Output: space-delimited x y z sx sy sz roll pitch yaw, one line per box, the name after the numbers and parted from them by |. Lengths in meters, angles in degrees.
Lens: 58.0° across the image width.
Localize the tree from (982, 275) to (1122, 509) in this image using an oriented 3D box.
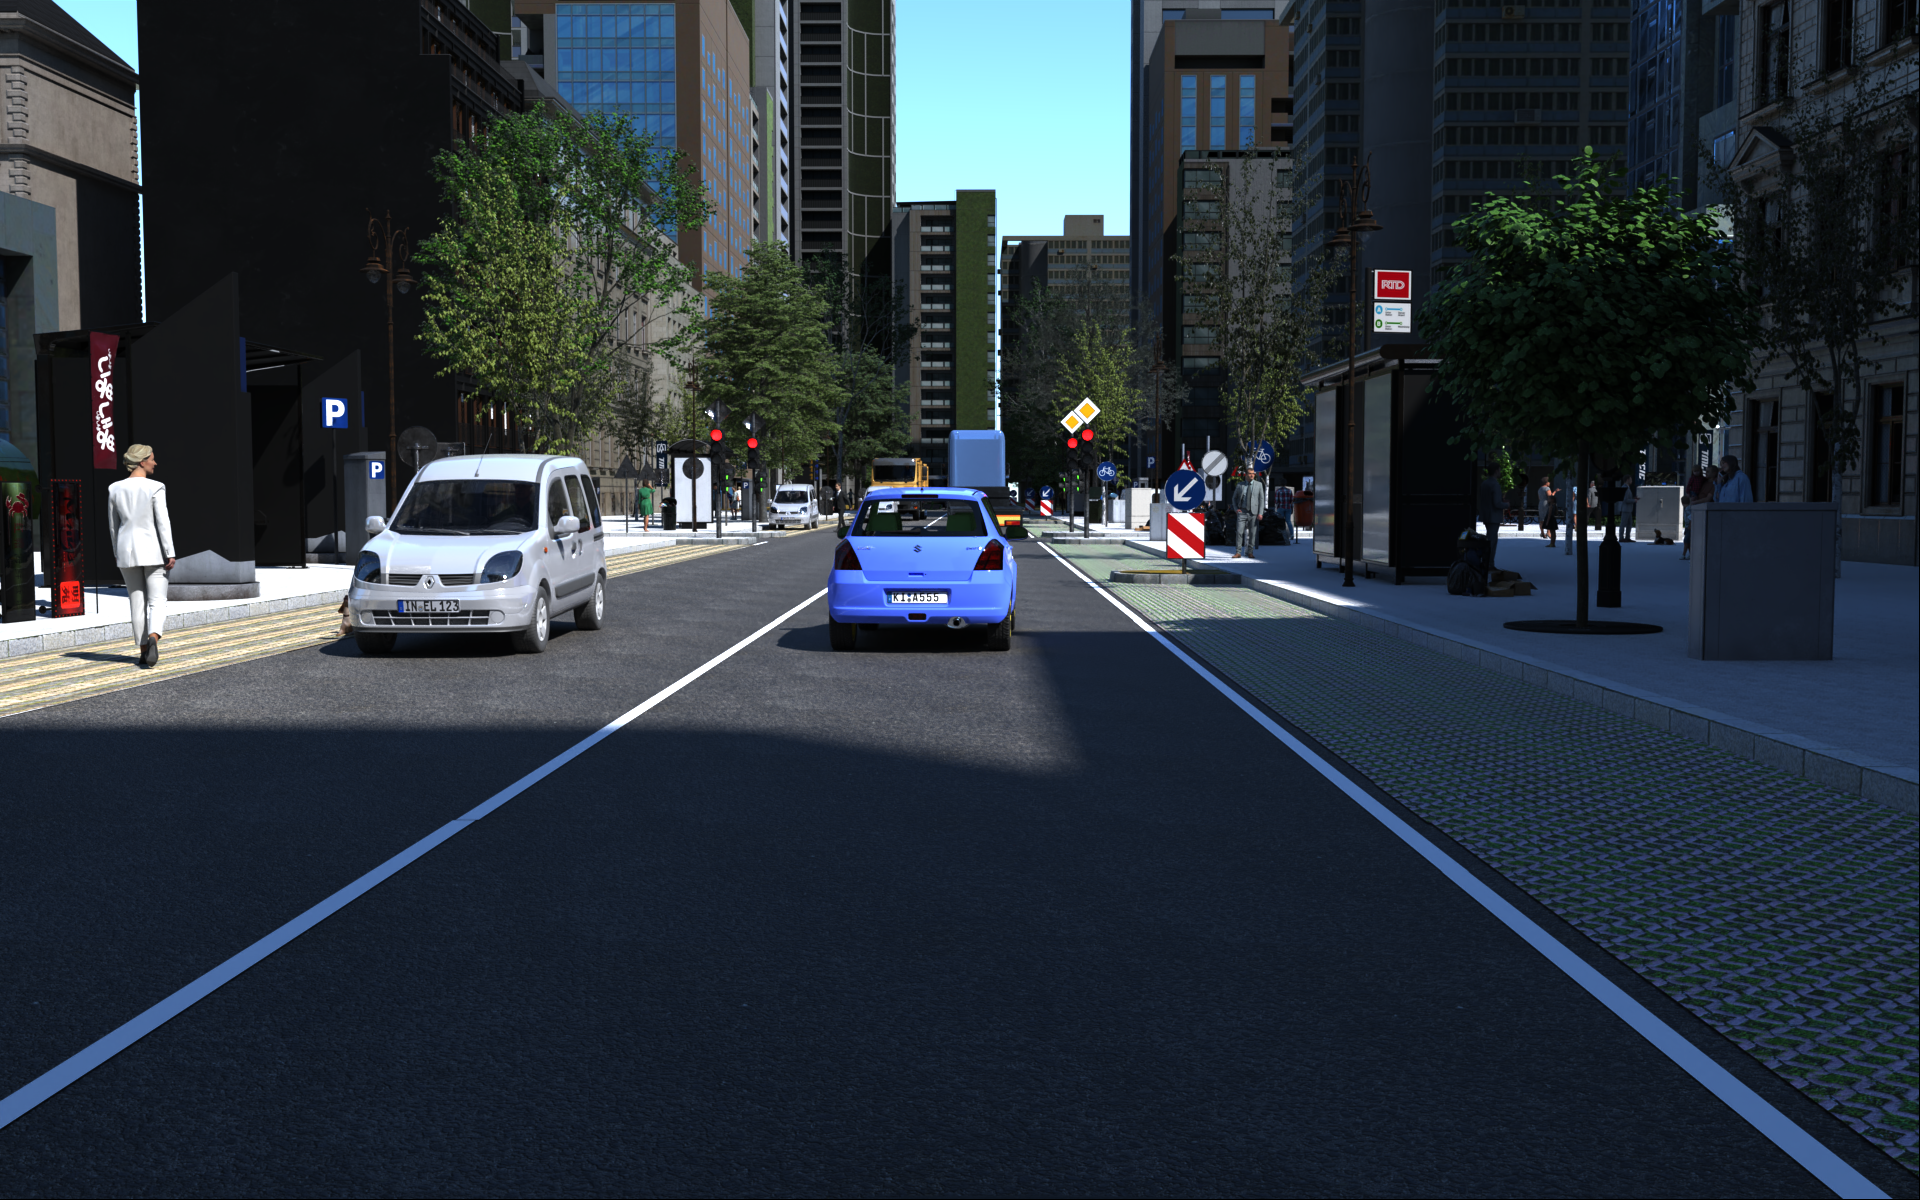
8.236 -17.905 148.640 12.611 20.169 13.585 0 3 0 | tree

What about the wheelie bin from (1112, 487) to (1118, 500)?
6.970 -4.516 81.751 0.980 1.594 0.693 1 4 22 | wheelie bin

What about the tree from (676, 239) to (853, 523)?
-8.669 -9.716 76.976 7.486 12.596 7.792 0 3 0 | tree

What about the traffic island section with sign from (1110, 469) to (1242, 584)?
3.484 -1.204 28.309 1.989 1.847 2.006 0 4 1 | traffic island section with sign

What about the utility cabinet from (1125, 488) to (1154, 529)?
6.493 -3.332 63.164 0.318 1.500 1.173 3 5 44 | utility cabinet

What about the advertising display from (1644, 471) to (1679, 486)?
20.171 -2.728 49.823 0.123 1.923 0.974 -3 5 -42 | advertising display

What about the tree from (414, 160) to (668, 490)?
-9.686 -5.376 38.260 4.737 8.622 4.395 0 3 0 | tree

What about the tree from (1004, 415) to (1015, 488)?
8.424 -17.697 207.470 7.486 12.596 7.792 0 3 0 | tree

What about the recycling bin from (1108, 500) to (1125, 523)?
7.037 -3.947 77.090 0.722 1.027 0.722 -1 4 -12 | recycling bin

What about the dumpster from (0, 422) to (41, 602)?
-11.412 -1.019 19.156 1.502 2.255 1.985 0 4 0 | dumpster

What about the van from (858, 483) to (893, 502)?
-4.016 -4.855 86.398 2.013 2.044 4.112 0 4 1 | van

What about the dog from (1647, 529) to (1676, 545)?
17.678 -1.582 43.598 0.550 0.427 0.748 0 4 2 | dog

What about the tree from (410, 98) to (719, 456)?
-10.223 -7.274 44.691 9.928 11.665 9.643 0 3 0 | tree

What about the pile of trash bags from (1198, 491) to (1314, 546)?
7.614 -2.083 43.815 3.447 1.369 1.912 -2 4 -31 | pile of trash bags

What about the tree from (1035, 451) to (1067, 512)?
6.847 -8.649 125.130 4.285 4.588 4.351 0 3 0 | tree

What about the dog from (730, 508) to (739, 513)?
-15.550 -6.271 120.269 0.748 0.427 0.550 1 4 9 | dog

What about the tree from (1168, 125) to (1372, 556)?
6.198 -5.220 35.712 4.360 8.622 3.978 0 3 0 | tree

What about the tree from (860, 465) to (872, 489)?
-8.327 -11.411 170.290 4.285 4.588 4.351 0 3 0 | tree

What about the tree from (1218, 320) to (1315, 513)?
12.701 -7.426 71.769 4.737 8.622 4.395 0 3 0 | tree

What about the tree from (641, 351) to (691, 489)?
-15.512 -8.083 82.511 4.360 8.622 3.978 0 3 0 | tree

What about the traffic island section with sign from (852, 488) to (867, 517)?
-6.086 -6.210 110.155 1.989 1.847 2.006 0 4 1 | traffic island section with sign

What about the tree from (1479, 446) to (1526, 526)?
21.545 -4.552 69.032 1.663 3.219 1.824 0 3 0 | tree

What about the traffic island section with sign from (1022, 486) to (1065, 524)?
4.034 -4.574 83.416 1.989 1.847 2.006 0 4 1 | traffic island section with sign

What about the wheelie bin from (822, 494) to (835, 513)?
-8.837 -6.584 115.550 0.980 1.594 0.693 -3 5 -41 | wheelie bin

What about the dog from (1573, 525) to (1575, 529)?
22.321 -2.770 63.030 0.748 0.427 0.550 -1 4 -13 | dog

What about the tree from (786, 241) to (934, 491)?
-8.373 -16.651 128.126 12.611 20.169 13.585 0 3 0 | tree

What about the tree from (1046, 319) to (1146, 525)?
5.879 -7.447 72.114 4.737 8.622 4.395 0 3 0 | tree

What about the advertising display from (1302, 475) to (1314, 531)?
12.182 -3.379 60.453 0.123 1.923 0.974 -1 4 -13 | advertising display

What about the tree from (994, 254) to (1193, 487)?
6.913 -10.964 89.626 12.009 13.543 11.850 0 3 0 | tree

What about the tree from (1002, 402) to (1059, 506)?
8.074 -16.364 193.305 9.928 11.665 9.643 0 3 0 | tree

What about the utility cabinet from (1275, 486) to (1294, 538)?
9.445 -2.550 50.371 0.318 1.500 1.173 0 4 -2 | utility cabinet

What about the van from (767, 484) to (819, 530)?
-6.705 -3.850 69.963 2.013 2.044 4.112 0 4 1 | van

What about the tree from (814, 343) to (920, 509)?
-8.500 -14.597 145.320 9.857 13.997 8.962 0 3 0 | tree

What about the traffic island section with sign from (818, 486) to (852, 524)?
-6.372 -4.561 83.202 1.989 1.847 2.006 0 4 1 | traffic island section with sign

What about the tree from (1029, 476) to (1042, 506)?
7.801 -11.398 180.951 1.663 3.219 1.824 0 3 0 | tree

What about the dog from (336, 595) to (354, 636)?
-6.123 0.149 17.761 0.748 0.427 0.550 -3 5 -44 | dog

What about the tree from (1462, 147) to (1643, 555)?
12.571 -5.250 36.205 4.737 8.622 4.395 0 3 0 | tree

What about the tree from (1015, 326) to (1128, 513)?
7.790 -12.122 116.320 7.486 12.596 7.792 0 3 0 | tree

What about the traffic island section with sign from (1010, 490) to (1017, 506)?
4.325 -6.223 110.379 1.989 1.847 2.006 0 4 1 | traffic island section with sign

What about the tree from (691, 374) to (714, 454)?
-16.111 -9.474 105.258 4.360 8.622 3.978 0 3 0 | tree

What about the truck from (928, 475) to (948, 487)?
-2.363 -11.292 180.552 3.469 3.379 9.791 0 4 -1 | truck

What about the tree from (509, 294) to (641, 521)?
-14.085 -6.870 62.689 4.360 8.622 3.978 0 3 0 | tree

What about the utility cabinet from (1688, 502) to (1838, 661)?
6.227 -0.141 13.462 1.020 1.237 0.306 0 4 -1 | utility cabinet

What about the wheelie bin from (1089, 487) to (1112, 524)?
5.918 -4.129 75.414 0.980 1.594 0.693 2 4 28 | wheelie bin

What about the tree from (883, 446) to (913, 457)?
-7.658 -15.561 204.788 4.360 8.622 3.978 0 3 0 | tree

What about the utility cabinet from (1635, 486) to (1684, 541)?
19.193 -2.377 47.537 1.173 1.500 0.318 3 5 42 | utility cabinet

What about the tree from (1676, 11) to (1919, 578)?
13.124 -4.638 26.199 4.360 8.622 3.978 0 3 0 | tree

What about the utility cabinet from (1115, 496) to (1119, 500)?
7.110 -4.386 82.877 1.020 1.237 0.306 -2 4 -35 | utility cabinet

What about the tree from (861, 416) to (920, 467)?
-7.905 -16.079 197.297 7.601 10.594 8.767 2 4 27 | tree

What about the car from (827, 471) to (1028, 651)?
-0.298 -0.464 17.178 1.945 1.707 3.694 0 4 2 | car

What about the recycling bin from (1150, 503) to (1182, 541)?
5.633 -2.129 47.369 0.722 1.027 0.722 2 4 25 | recycling bin

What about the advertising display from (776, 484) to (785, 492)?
-11.689 -6.623 113.503 0.974 1.923 0.123 -1 4 -23 | advertising display

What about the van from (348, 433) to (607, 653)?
-4.593 -0.604 16.894 2.013 2.044 4.112 0 4 -1 | van

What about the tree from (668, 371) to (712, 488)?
-15.935 -9.139 99.778 4.737 8.622 4.395 0 3 0 | tree

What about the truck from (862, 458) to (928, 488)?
-3.306 -6.061 95.028 3.469 3.379 9.791 0 4 3 | truck

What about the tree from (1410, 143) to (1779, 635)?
5.948 -2.002 16.449 4.285 4.588 4.351 0 3 0 | tree

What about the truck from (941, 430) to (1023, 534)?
0.775 -4.729 67.078 2.967 4.110 18.799 0 4 -1 | truck

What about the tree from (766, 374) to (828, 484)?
-9.594 -9.051 98.352 4.360 8.622 3.978 0 3 0 | tree
